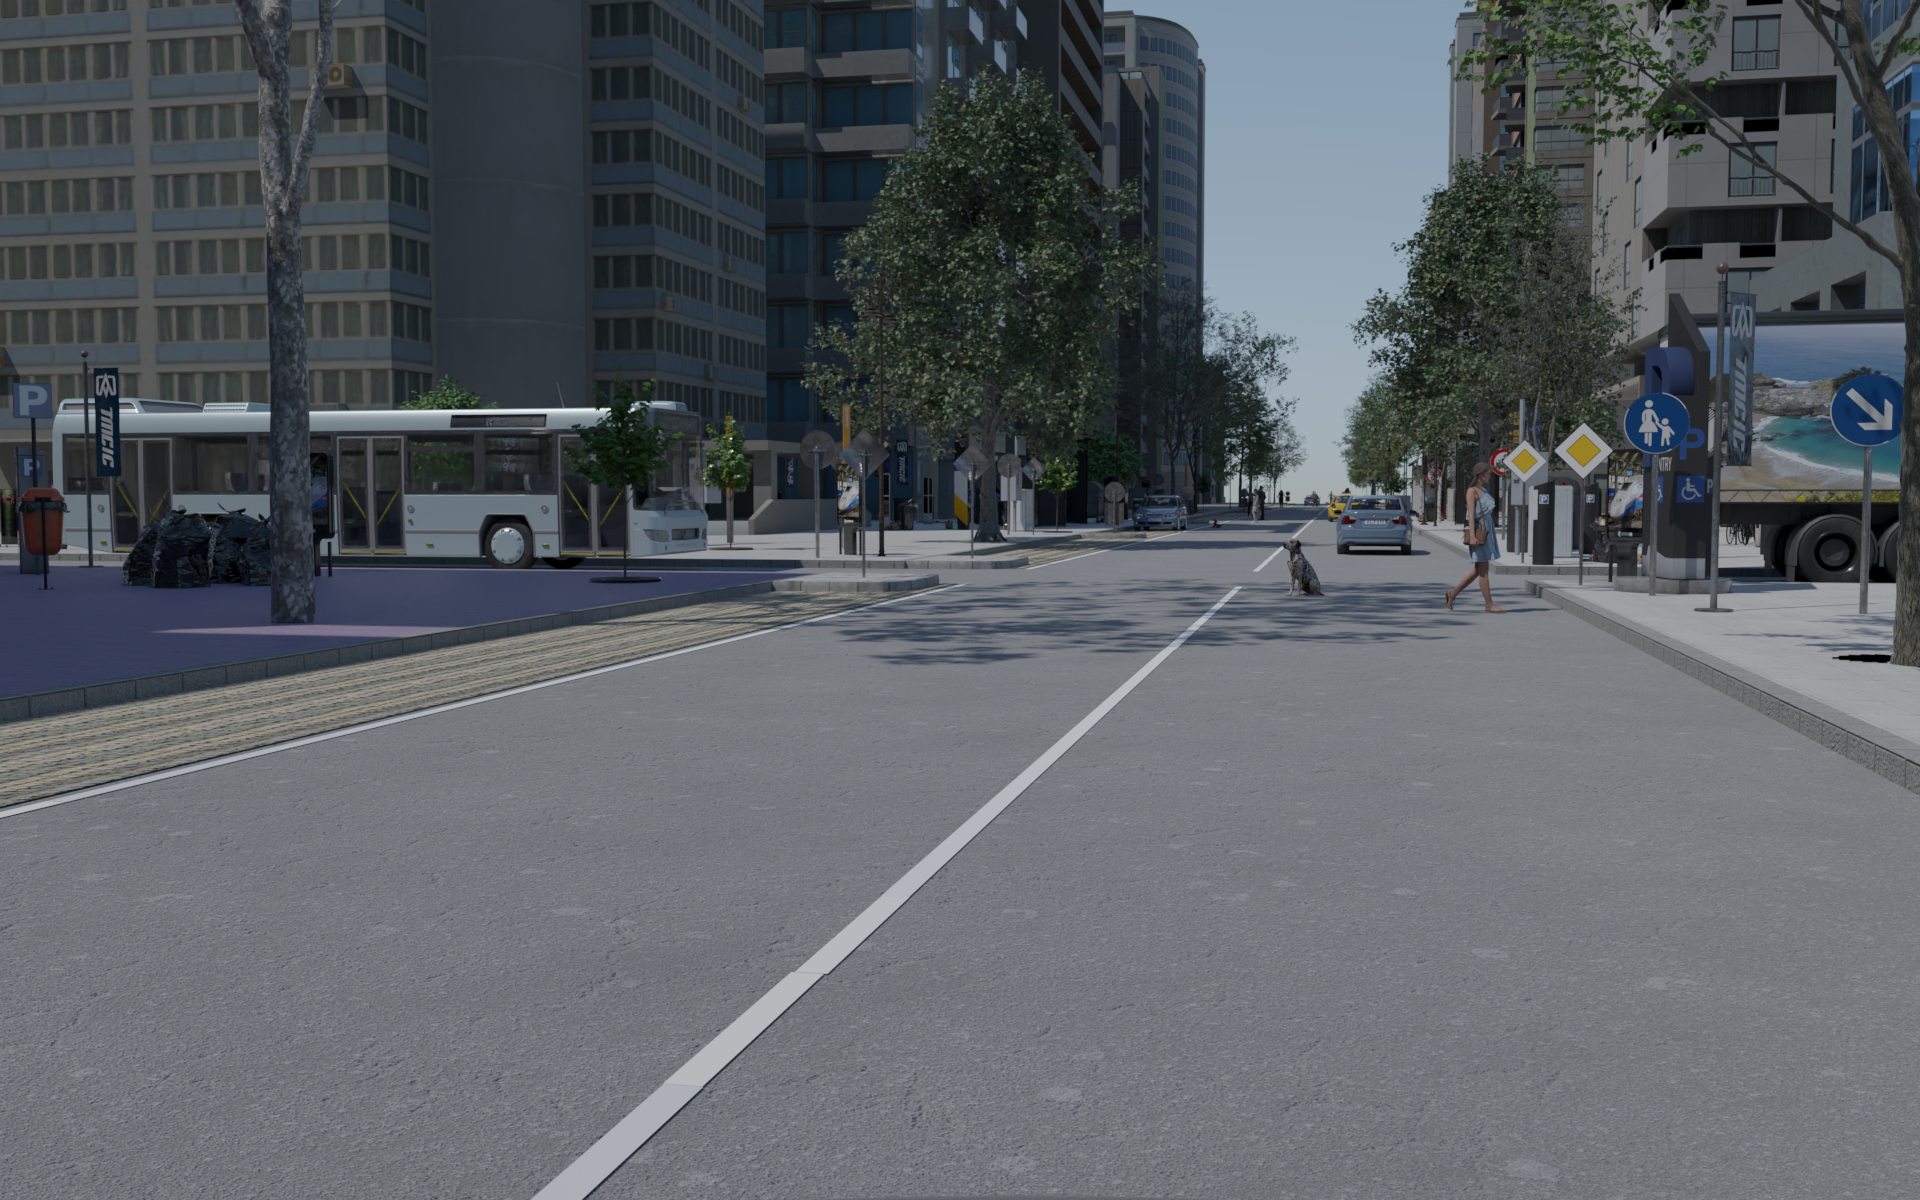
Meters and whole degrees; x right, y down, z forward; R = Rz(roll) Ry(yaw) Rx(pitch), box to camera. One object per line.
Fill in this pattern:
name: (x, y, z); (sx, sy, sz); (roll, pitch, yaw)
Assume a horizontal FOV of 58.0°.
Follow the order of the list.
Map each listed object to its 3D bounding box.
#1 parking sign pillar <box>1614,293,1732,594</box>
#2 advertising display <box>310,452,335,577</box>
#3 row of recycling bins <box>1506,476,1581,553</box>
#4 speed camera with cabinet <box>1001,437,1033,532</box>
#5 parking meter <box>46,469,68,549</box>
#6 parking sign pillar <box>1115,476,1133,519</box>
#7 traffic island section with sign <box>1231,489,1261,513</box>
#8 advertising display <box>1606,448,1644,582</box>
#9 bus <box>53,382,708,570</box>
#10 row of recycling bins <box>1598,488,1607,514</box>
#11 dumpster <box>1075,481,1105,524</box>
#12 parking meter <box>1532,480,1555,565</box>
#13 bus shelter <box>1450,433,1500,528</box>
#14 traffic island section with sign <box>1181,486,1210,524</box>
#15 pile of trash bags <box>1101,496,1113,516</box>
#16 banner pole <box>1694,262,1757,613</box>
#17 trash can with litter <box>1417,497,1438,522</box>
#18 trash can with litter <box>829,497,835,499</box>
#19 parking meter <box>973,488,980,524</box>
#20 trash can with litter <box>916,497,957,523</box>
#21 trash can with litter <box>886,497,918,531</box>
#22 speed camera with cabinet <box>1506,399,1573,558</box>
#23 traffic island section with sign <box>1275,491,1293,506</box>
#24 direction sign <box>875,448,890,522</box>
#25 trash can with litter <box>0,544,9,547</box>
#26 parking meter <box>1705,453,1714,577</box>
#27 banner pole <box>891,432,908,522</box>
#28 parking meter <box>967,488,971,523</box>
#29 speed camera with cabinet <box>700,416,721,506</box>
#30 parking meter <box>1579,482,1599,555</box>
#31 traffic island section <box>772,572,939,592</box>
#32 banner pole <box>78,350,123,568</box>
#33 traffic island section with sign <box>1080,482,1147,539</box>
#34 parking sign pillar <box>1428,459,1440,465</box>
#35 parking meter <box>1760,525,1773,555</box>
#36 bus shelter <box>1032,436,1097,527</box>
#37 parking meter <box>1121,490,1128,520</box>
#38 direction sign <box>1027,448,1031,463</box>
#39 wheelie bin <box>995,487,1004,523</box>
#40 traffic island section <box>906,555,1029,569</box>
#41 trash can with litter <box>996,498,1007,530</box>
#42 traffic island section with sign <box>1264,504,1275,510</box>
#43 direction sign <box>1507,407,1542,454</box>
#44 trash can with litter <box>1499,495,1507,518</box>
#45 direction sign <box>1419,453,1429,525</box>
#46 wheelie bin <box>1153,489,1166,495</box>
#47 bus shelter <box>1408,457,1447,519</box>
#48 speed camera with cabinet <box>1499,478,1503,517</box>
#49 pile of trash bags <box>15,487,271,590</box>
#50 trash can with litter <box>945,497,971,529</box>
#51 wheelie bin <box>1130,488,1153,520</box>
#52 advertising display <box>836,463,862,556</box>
parking sign pillar: (9.389, -2.095, 22.719); (1.447, 3.967, 1.447); (0, 4, 5)
advertising display: (-10.169, -1.334, 27.025); (0.974, 1.923, 0.123); (2, 4, 24)
row of recycling bins: (13.183, -1.962, 39.198); (1.069, 1.692, 3.534); (2, 4, 34)
speed camera with cabinet: (1.960, -3.968, 59.210); (0.660, 3.252, 2.038); (1, 4, 19)
parking meter: (-20.900, -2.105, 40.129); (0.399, 1.863, 0.255); (-1, 4, -15)
parking sign pillar: (8.501, -6.214, 90.064); (1.447, 3.967, 1.447); (2, 4, 29)
traffic island section with sign: (21.591, -7.506, 131.357); (1.989, 1.847, 2.006); (1, 4, 12)
advertising display: (9.530, -1.192, 24.699); (0.123, 1.923, 0.974); (-1, 4, -10)
bus: (-10.614, -2.326, 32.897); (13.247, 3.499, 2.948); (1, 4, 13)
row of recycling bins: (28.115, -4.343, 78.124); (3.534, 1.692, 1.069); (2, 4, 32)
dumpster: (5.630, -4.279, 75.712); (1.264, 1.857, 1.865); (1, 4, 12)
parking meter: (10.555, -1.401, 31.314); (0.372, 1.533, 0.369); (0, 3, 0)
bus shelter: (20.375, -4.740, 68.775); (1.731, 3.624, 6.357); (1, 4, 13)
traffic island section with sign: (10.950, -4.556, 83.113); (1.989, 1.847, 2.006); (1, 4, 12)
pile of trash bags: (8.577, -5.611, 101.497); (1.912, 1.369, 3.447); (0, 4, -6)
banner pole: (8.428, -1.769, 18.936); (0.863, 3.779, 0.401); (-2, 4, -33)
trash can with litter: (21.333, -4.128, 78.881); (1.055, 1.170, 0.624); (-3, 5, -40)
trash can with litter: (-5.604, -3.999, 76.763); (0.624, 1.170, 1.055); (1, 4, 11)
parking meter: (0.828, -3.984, 73.554); (0.372, 1.533, 0.369); (0, 3, 0)
trash can with litter: (-1.111, -4.000, 76.460); (2.233, 1.210, 1.678); (2, 4, 28)
trash can with litter: (-2.045, -3.031, 60.952); (1.055, 1.170, 0.624); (-2, 4, -31)
speed camera with cabinet: (11.939, -2.520, 35.533); (0.660, 3.252, 2.038); (0, 4, -2)
traffic island section with sign: (39.495, -12.476, 212.605); (1.989, 1.847, 2.006); (1, 4, 12)
direction sign: (-3.584, -5.369, 79.773); (0.876, 3.537, 0.379); (-3, 5, -43)
trash can with litter: (-23.719, -1.858, 41.436); (1.678, 1.210, 2.233); (0, 4, -6)
parking meter: (10.490, -1.152, 24.552); (0.399, 1.863, 0.255); (-3, 4, -39)
banner pole: (-2.470, -4.858, 69.446); (0.863, 3.779, 0.401); (0, 4, -4)
parking meter: (0.488, -4.147, 76.216); (0.372, 1.533, 0.369); (0, 3, 0)
speed camera with cabinet: (-6.750, -2.999, 43.376); (0.660, 3.252, 2.038); (2, 4, 24)
parking meter: (13.389, -1.741, 36.882); (0.372, 1.533, 0.369); (0, 3, 0)
traffic island section: (-1.498, -0.265, 26.617); (2.009, 0.180, 2.903); (1, 4, 12)
banner pole: (-15.022, -2.461, 30.249); (0.863, 3.779, 0.401); (0, 4, 8)
traffic island section with sign: (5.012, -2.905, 56.128); (1.989, 1.847, 2.006); (1, 4, 12)
parking sign pillar: (27.874, -6.958, 102.240); (1.447, 3.967, 1.447); (0, 4, -5)
parking meter: (17.089, -1.719, 36.515); (0.372, 1.533, 0.369); (0, 3, 0)
bus shelter: (4.262, -4.828, 70.224); (1.731, 3.624, 6.357); (1, 4, 12)
parking meter: (8.226, -4.778, 86.525); (0.372, 1.533, 0.369); (0, 3, 0)
direction sign: (3.332, -5.068, 74.864); (0.876, 3.537, 0.379); (1, 4, 15)
wheelie bin: (1.492, -4.097, 74.895); (0.693, 1.594, 0.980); (-2, 4, -29)
traffic island section: (0.221, -0.742, 34.415); (2.009, 0.180, 2.903); (1, 4, 12)
trash can with litter: (1.980, -3.047, 61.200); (1.055, 1.170, 0.624); (1, 4, 21)
traffic island section with sign: (27.399, -9.118, 157.705); (1.989, 1.847, 2.006); (1, 4, 12)
direction sign: (14.712, -3.255, 45.217); (0.876, 3.537, 0.379); (3, 4, 37)
trash can with litter: (28.758, -4.924, 91.566); (1.678, 1.210, 2.233); (-2, 4, -33)
direction sign: (19.281, -4.884, 71.854); (0.379, 3.537, 0.876); (2, 4, 26)
wheelie bin: (12.384, -6.099, 107.619); (0.980, 1.594, 0.693); (2, 4, 29)
bus shelter: (24.693, -5.950, 91.211); (2.014, 3.302, 5.546); (1, 4, 12)
speed camera with cabinet: (30.572, -6.228, 96.169); (0.660, 3.252, 2.038); (0, 4, -3)
pile of trash bags: (-11.210, -0.882, 24.177); (3.447, 1.369, 1.912); (-2, 4, -31)
trash can with litter: (-0.113, -3.178, 63.342); (1.055, 1.170, 0.624); (0, 4, 1)
wheelie bin: (8.803, -4.716, 85.007); (0.980, 1.594, 0.693); (1, 4, 20)
advertising display: (-2.302, -1.905, 36.356); (0.123, 1.923, 0.974); (-2, 4, -33)
